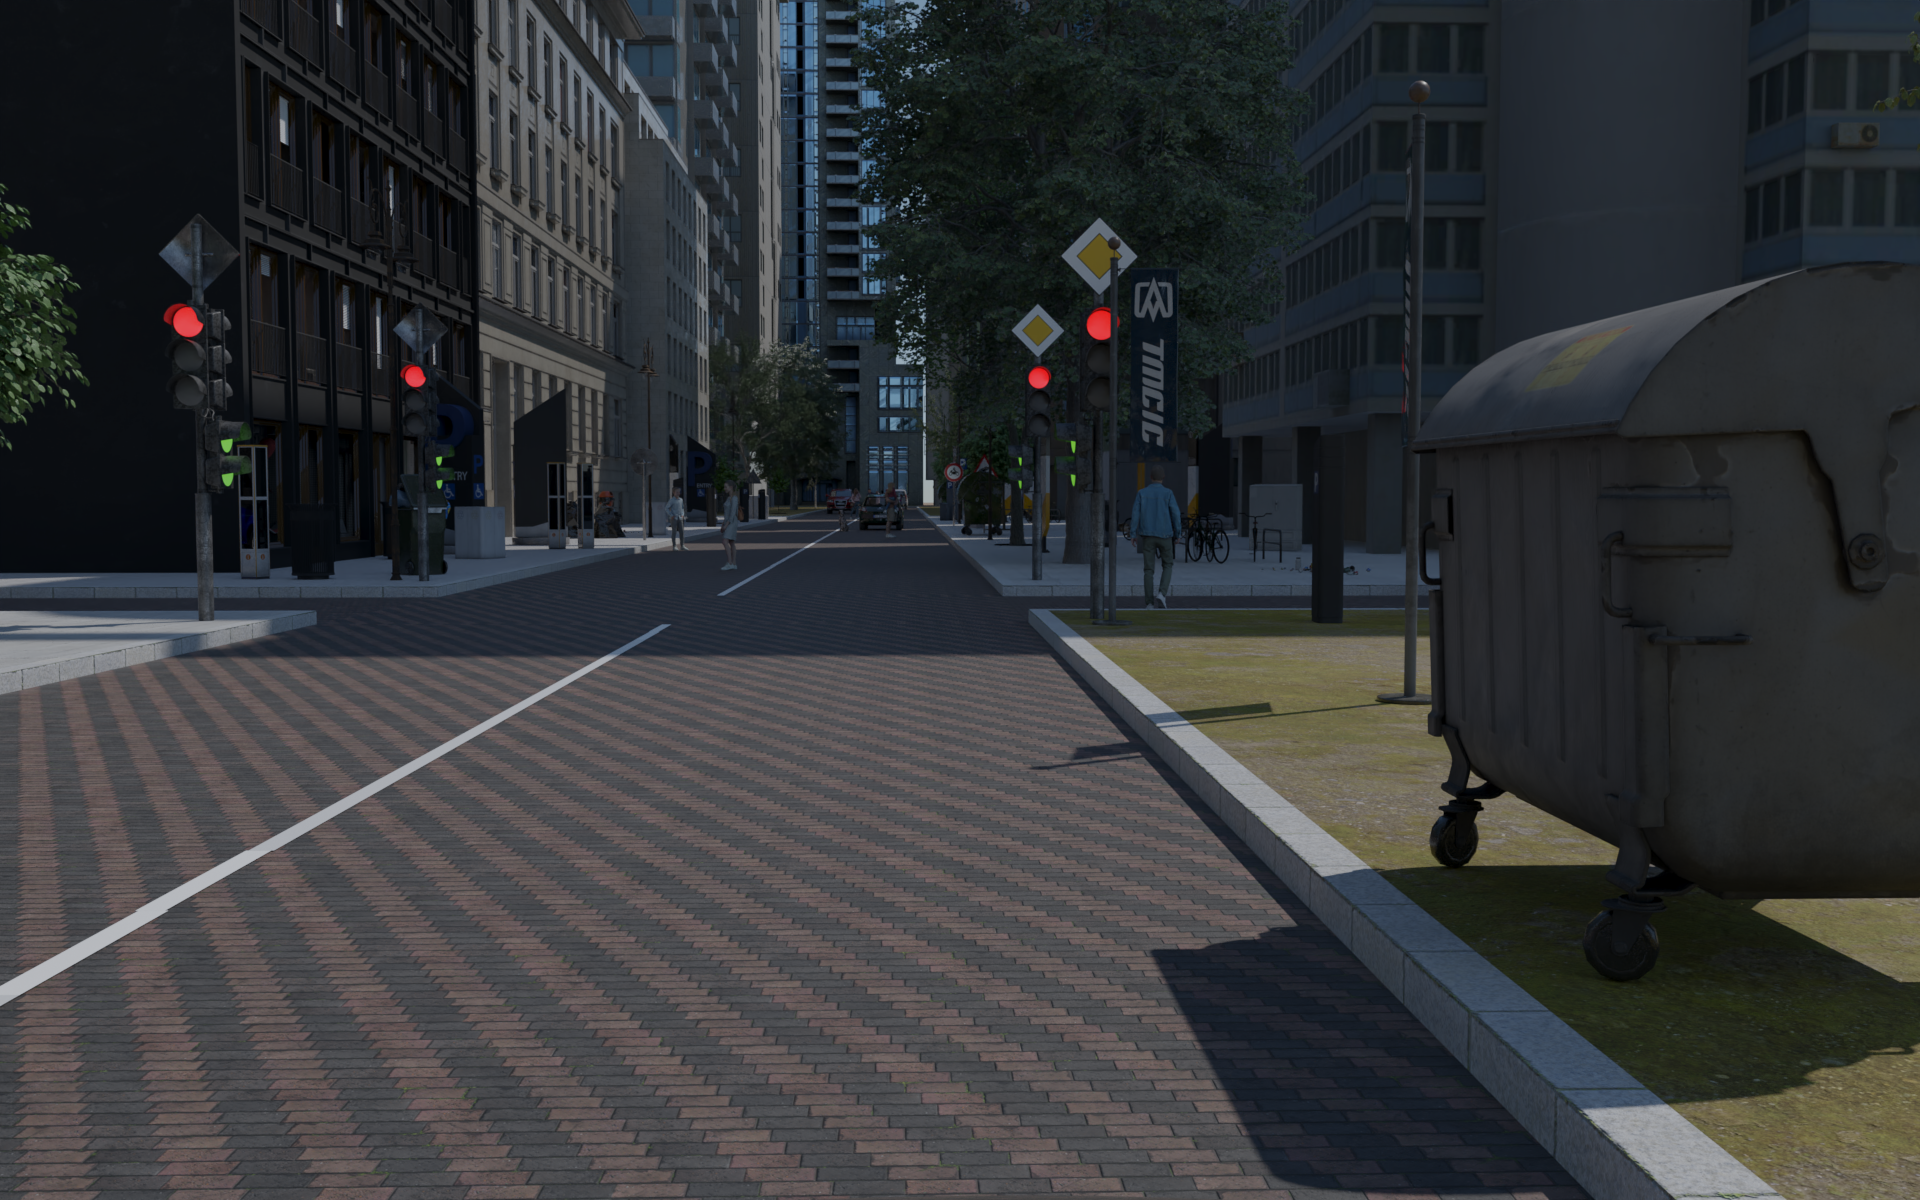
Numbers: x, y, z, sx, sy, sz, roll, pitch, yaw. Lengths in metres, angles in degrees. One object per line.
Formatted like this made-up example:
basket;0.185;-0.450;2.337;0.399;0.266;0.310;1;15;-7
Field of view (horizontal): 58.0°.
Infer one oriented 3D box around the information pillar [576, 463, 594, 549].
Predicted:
information pillar;-8.802;-2.215;40.708;0.304;2.012;0.304;-2;4;-34

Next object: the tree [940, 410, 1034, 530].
tree;1.562;-4.775;61.792;4.285;4.588;4.351;0;3;0

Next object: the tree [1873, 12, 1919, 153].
tree;10.107;-3.903;14.183;4.737;8.622;4.395;0;3;0

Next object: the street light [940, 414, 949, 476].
street light;-0.906;-7.810;100.477;0.468;5.910;1.993;0;4;-2

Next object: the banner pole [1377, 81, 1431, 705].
banner pole;2.816;-1.273;10.838;0.401;3.779;0.863;0;4;8

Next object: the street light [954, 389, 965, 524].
street light;-0.016;-6.221;74.501;0.468;5.910;1.993;0;4;-2

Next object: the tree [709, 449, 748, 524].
tree;-10.109;-4.879;74.369;1.663;3.219;1.824;0;3;0

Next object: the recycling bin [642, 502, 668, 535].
recycling bin;-9.519;-2.541;54.100;0.722;1.027;0.722;0;4;-4

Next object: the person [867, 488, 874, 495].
person;-5.256;-5.713;102.364;0.683;1.767;0.568;1;4;17

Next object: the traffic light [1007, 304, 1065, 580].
traffic light;1.129;-2.250;25.708;0.839;4.253;0.868;0;4;-2

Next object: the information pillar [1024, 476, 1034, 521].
information pillar;3.293;-5.583;82.632;0.504;3.616;0.183;-1;4;-8

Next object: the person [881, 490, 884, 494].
person;-6.678;-8.578;149.428;1.217;1.739;0.721;0;4;3

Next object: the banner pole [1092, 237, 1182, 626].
banner pole;1.731;-1.647;16.944;0.863;3.779;0.401;0;4;2

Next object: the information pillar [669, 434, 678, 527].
information pillar;-11.116;-4.643;67.274;0.183;3.616;0.504;-3;5;-44

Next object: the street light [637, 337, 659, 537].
street light;-9.190;-4.799;51.245;0.468;5.910;1.993;0;4;-2

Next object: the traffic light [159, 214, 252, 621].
traffic light;-7.611;-1.743;17.413;0.839;4.253;0.868;0;4;-2

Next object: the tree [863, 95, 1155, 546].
tree;1.465;-7.160;42.828;9.928;11.665;9.643;0;3;0

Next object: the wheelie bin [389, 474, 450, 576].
wheelie bin;-8.618;-1.200;27.531;0.693;1.594;0.980;3;5;42

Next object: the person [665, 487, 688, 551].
person;-7.204;-2.061;44.013;0.589;1.601;0.330;-3;5;-39

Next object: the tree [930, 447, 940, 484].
tree;-0.206;-7.415;104.948;4.285;4.588;4.351;0;3;0

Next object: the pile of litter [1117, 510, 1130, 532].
pile of litter;5.510;-2.787;59.538;1.176;0.858;1.719;2;4;24

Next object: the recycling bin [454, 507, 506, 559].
recycling bin;-9.555;-1.341;34.481;0.722;1.027;0.722;2;4;25

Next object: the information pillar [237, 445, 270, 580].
information pillar;-10.634;-1.321;26.085;0.304;2.012;0.304;1;4;19

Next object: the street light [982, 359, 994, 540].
street light;0.842;-4.612;48.202;0.468;5.910;1.993;0;4;-2

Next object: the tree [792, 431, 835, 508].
tree;-13.407;-12.672;157.553;4.360;8.622;3.978;0;3;0

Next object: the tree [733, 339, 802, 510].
tree;-13.479;-14.214;139.056;9.857;13.997;8.962;0;3;0

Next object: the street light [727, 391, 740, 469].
street light;-10.021;-6.351;76.622;0.468;5.910;1.993;0;4;-2

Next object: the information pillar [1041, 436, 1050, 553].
information pillar;1.850;-2.837;37.735;0.183;3.616;0.504;-1;4;-12

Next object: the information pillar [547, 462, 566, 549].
information pillar;-9.376;-2.188;40.265;0.304;2.012;0.304;1;4;18

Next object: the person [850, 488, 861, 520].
person;-5.936;-5.415;97.626;0.593;1.750;0.643;-2;4;-29

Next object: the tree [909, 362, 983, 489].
tree;-0.393;-8.866;95.320;4.737;8.622;4.395;0;3;0

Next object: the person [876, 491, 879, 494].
person;-7.978;-9.676;167.364;0.551;1.740;0.621;3;4;37

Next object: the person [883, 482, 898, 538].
person;-2.280;-2.984;57.265;0.573;1.828;0.580;-2;4;-28

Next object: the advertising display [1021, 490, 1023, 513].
advertising display;1.957;-3.196;57.464;0.123;1.923;0.974;1;4;12

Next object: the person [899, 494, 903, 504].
person;-5.413;-8.858;156.544;0.599;1.433;0.991;0;4;5

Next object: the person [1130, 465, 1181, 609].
person;2.385;-0.750;21.105;0.601;1.785;0.444;1;4;14

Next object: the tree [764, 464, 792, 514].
tree;-11.672;-7.202;112.351;1.663;3.219;1.824;0;3;0

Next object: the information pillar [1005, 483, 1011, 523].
information pillar;2.108;-5.301;78.027;0.504;3.616;0.183;0;4;-3

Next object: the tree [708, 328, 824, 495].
tree;-11.699;-9.905;96.358;8.767;10.594;7.601;0;4;-2

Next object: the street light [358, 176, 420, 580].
street light;-8.399;-3.231;25.621;0.468;5.910;1.993;0;4;-2

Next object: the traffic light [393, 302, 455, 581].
traffic light;-7.876;-2.231;25.394;0.839;4.253;0.868;0;4;-2

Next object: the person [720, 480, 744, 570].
person;-4.363;-1.434;32.948;0.522;1.701;0.512;-2;4;-24

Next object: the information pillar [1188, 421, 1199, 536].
information pillar;6.961;-3.694;51.749;0.183;3.616;0.504;-1;4;-23

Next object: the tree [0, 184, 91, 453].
tree;-9.252;-1.891;14.632;4.285;4.588;4.351;0;3;0

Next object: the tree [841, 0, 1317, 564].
tree;2.251;-7.635;31.482;9.857;13.997;8.962;0;3;0

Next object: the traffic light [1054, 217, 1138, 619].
traffic light;1.394;-1.762;17.727;0.839;4.253;0.868;0;4;-2

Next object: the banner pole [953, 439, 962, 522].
banner pole;-0.183;-5.461;79.304;0.401;3.779;0.863;-1;4;-23
